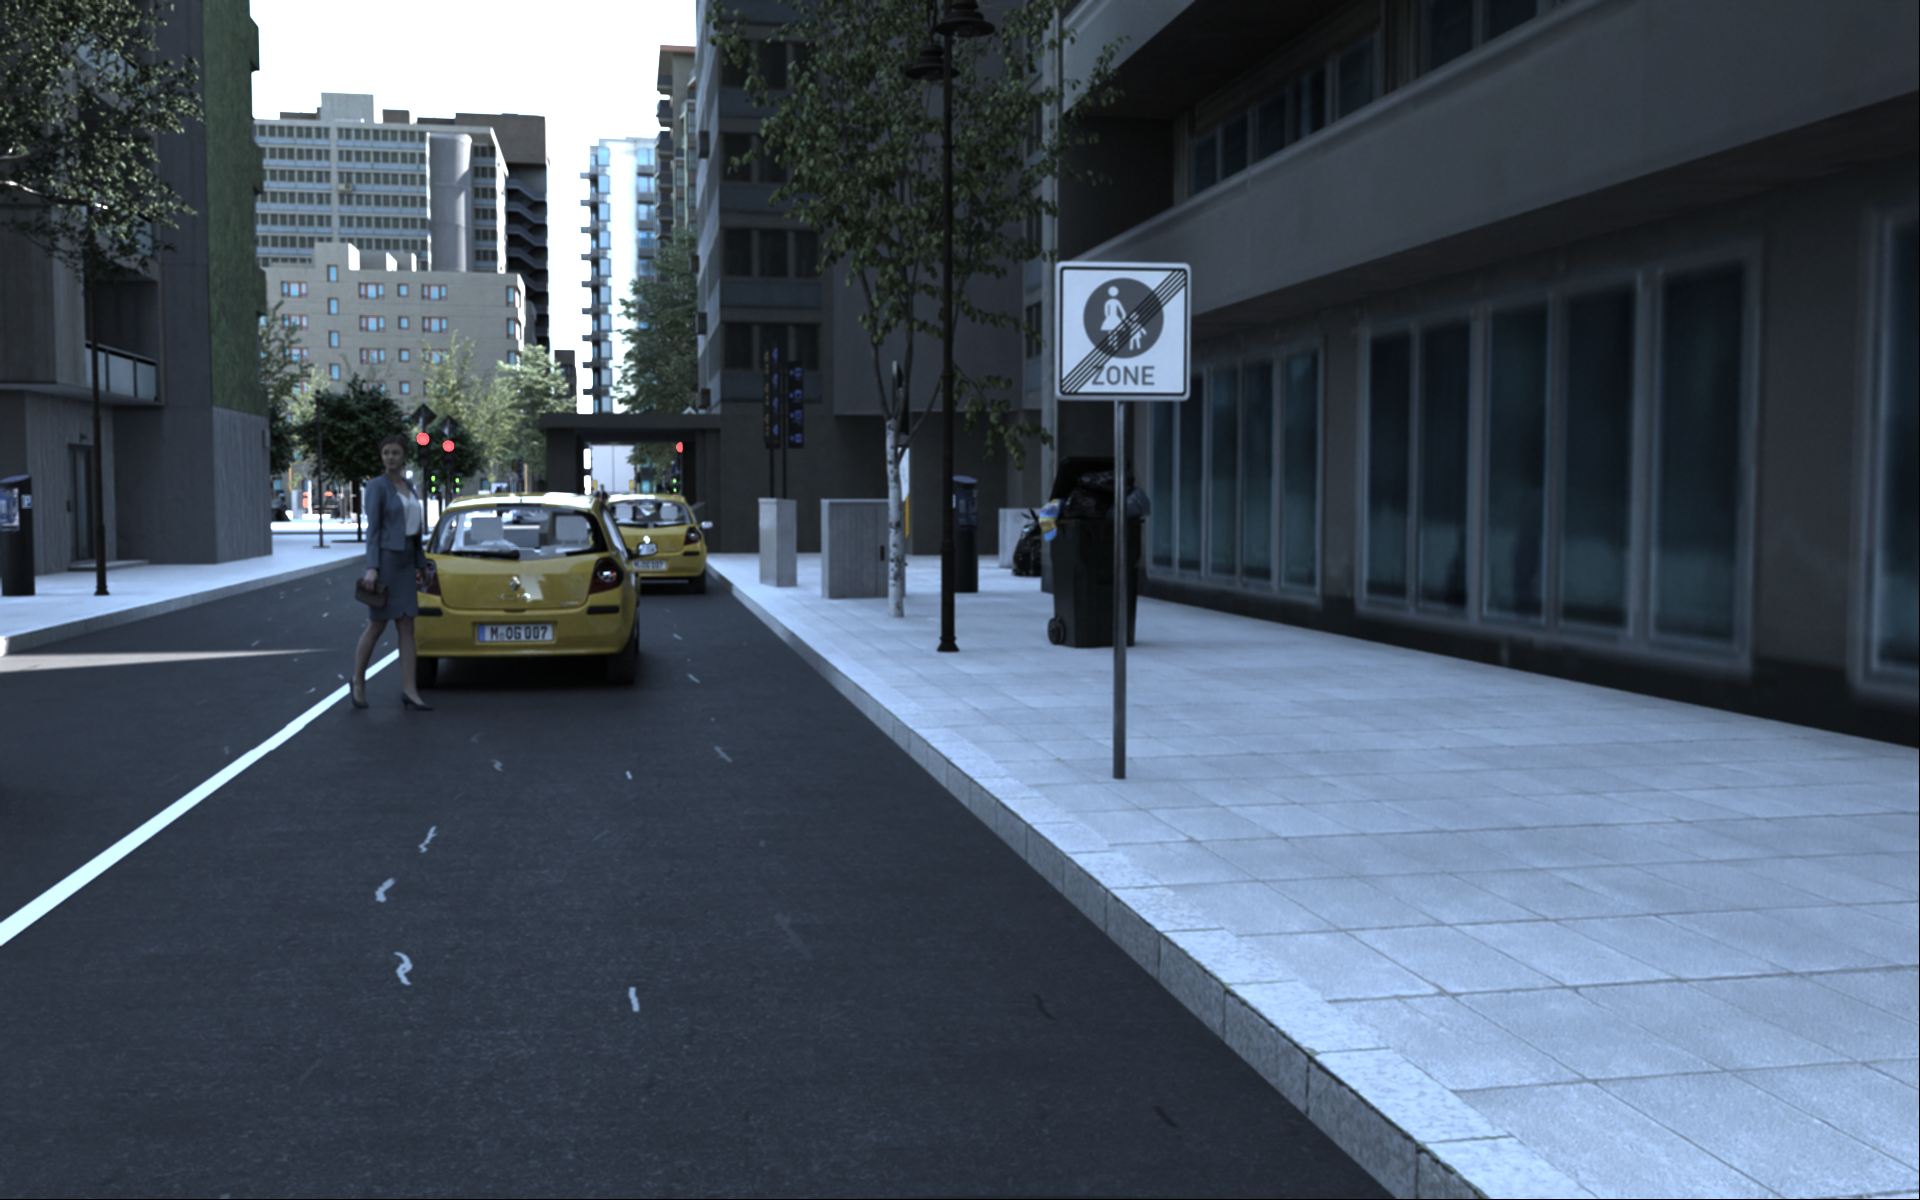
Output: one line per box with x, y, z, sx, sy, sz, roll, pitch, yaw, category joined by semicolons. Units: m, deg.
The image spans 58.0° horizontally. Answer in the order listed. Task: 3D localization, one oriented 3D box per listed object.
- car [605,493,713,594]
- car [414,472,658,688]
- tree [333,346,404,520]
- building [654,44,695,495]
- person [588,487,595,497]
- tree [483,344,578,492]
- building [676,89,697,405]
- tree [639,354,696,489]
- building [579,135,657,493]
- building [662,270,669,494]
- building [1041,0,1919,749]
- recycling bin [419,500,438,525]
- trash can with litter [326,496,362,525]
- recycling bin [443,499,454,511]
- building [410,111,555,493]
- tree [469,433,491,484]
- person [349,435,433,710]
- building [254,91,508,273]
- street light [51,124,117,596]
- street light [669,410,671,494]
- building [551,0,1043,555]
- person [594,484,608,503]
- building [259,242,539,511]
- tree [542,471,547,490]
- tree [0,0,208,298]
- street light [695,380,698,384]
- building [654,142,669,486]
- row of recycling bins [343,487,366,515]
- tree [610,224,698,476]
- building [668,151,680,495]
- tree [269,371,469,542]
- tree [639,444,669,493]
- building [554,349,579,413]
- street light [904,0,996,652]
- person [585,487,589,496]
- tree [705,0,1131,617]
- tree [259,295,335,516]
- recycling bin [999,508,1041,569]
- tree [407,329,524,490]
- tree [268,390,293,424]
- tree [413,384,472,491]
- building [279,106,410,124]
-4.737;-0.978;26.210;2.015;1.641;3.980;-1;4;-10;car
-3.522;-0.251;14.322;2.015;1.641;3.980;-1;4;-10;car
-29.858;-8.326;86.490;4.360;8.622;3.978;0;3;0;tree
-18.518;-31.535;170.229;22.147;44.769;28.867;-1;4;-11;building
-19.070;-4.921;89.305;0.599;1.781;0.374;0;4;-5;person
-32.158;-13.014;130.913;7.486;12.596;7.792;0;3;0;tree
-13.257;-21.804;128.191;14.160;30.474;14.107;-1;4;-11;building
-13.883;-8.284;85.812;4.360;8.622;3.978;0;3;0;tree
-35.231;-37.480;232.412;30.456;49.044;23.786;-1;4;-11;building
-25.803;-25.651;191.101;14.160;30.474;14.107;-1;4;-11;building
13.526;-23.813;13.051;21.300;48.544;21.600;-1;4;-11;building
-21.899;-3.575;71.013;0.722;1.027;0.722;2;4;31;recycling bin
-25.963;-3.766;72.624;1.678;1.210;2.233;-1;4;-20;trash can with litter
-25.523;-4.542;86.821;0.722;1.027;0.722;-2;4;-23;recycling bin
-54.389;-33.603;199.522;14.200;45.320;14.600;-1;4;-11;building
-20.266;-5.157;68.032;4.285;4.588;4.351;0;3;0;tree
-3.796;-0.184;11.540;0.654;1.822;0.581;3;4;37;person
-58.208;-29.375;172.161;32.217;40.220;23.993;-1;4;-11;building
-10.888;-2.997;21.797;0.468;5.910;1.993;-1;4;-11;street light
-15.943;-7.495;95.337;0.468;5.910;1.993;-1;4;-11;street light
5.901;-21.535;43.975;32.217;40.220;23.993;-1;4;-11;building
-17.347;-4.641;83.738;0.474;1.900;0.648;3;4;39;person
-50.825;-18.485;147.274;27.650;21.520;28.899;-1;4;-11;building
-44.574;-12.676;190.973;4.285;4.588;4.351;0;3;0;tree
-10.293;-4.925;14.943;7.601;10.594;8.767;-1;4;-20;tree
-8.151;-5.028;54.988;0.468;5.910;1.993;-1;4;-11;street light
-28.954;-31.891;205.019;14.154;41.232;14.086;-1;4;-11;building
-37.542;-6.240;109.140;1.069;1.692;3.534;1;4;16;row of recycling bins
-10.877;-9.487;73.245;7.486;12.596;7.792;0;3;0;tree
-17.422;-23.055;148.653;14.160;30.474;14.107;-1;4;-11;building
-16.209;-3.841;46.509;4.285;4.588;4.351;0;3;0;tree
-19.625;-10.088;115.297;4.737;8.622;4.395;0;3;0;tree
-65.451;-23.479;228.919;28.899;21.520;27.650;-1;4;-11;building
-0.098;-2.519;13.967;0.468;5.910;1.993;-1;4;-11;street light
-15.415;-3.843;72.002;0.598;1.740;0.731;1;4;18;person
-0.603;-4.112;17.602;4.737;8.622;4.395;0;3;0;tree
-25.513;-6.872;62.724;4.737;8.622;4.395;0;3;0;tree
1.098;-1.072;30.075;0.722;1.027;0.722;-1;4;-12;recycling bin
-23.024;-7.823;78.276;4.737;8.622;4.395;0;3;0;tree
-47.016;-10.224;117.525;4.360;8.622;3.978;0;3;0;tree
-34.390;-10.112;115.691;4.360;8.622;3.978;0;3;0;tree
-68.625;-33.435;196.779;14.200;45.320;14.600;-1;4;-11;building
